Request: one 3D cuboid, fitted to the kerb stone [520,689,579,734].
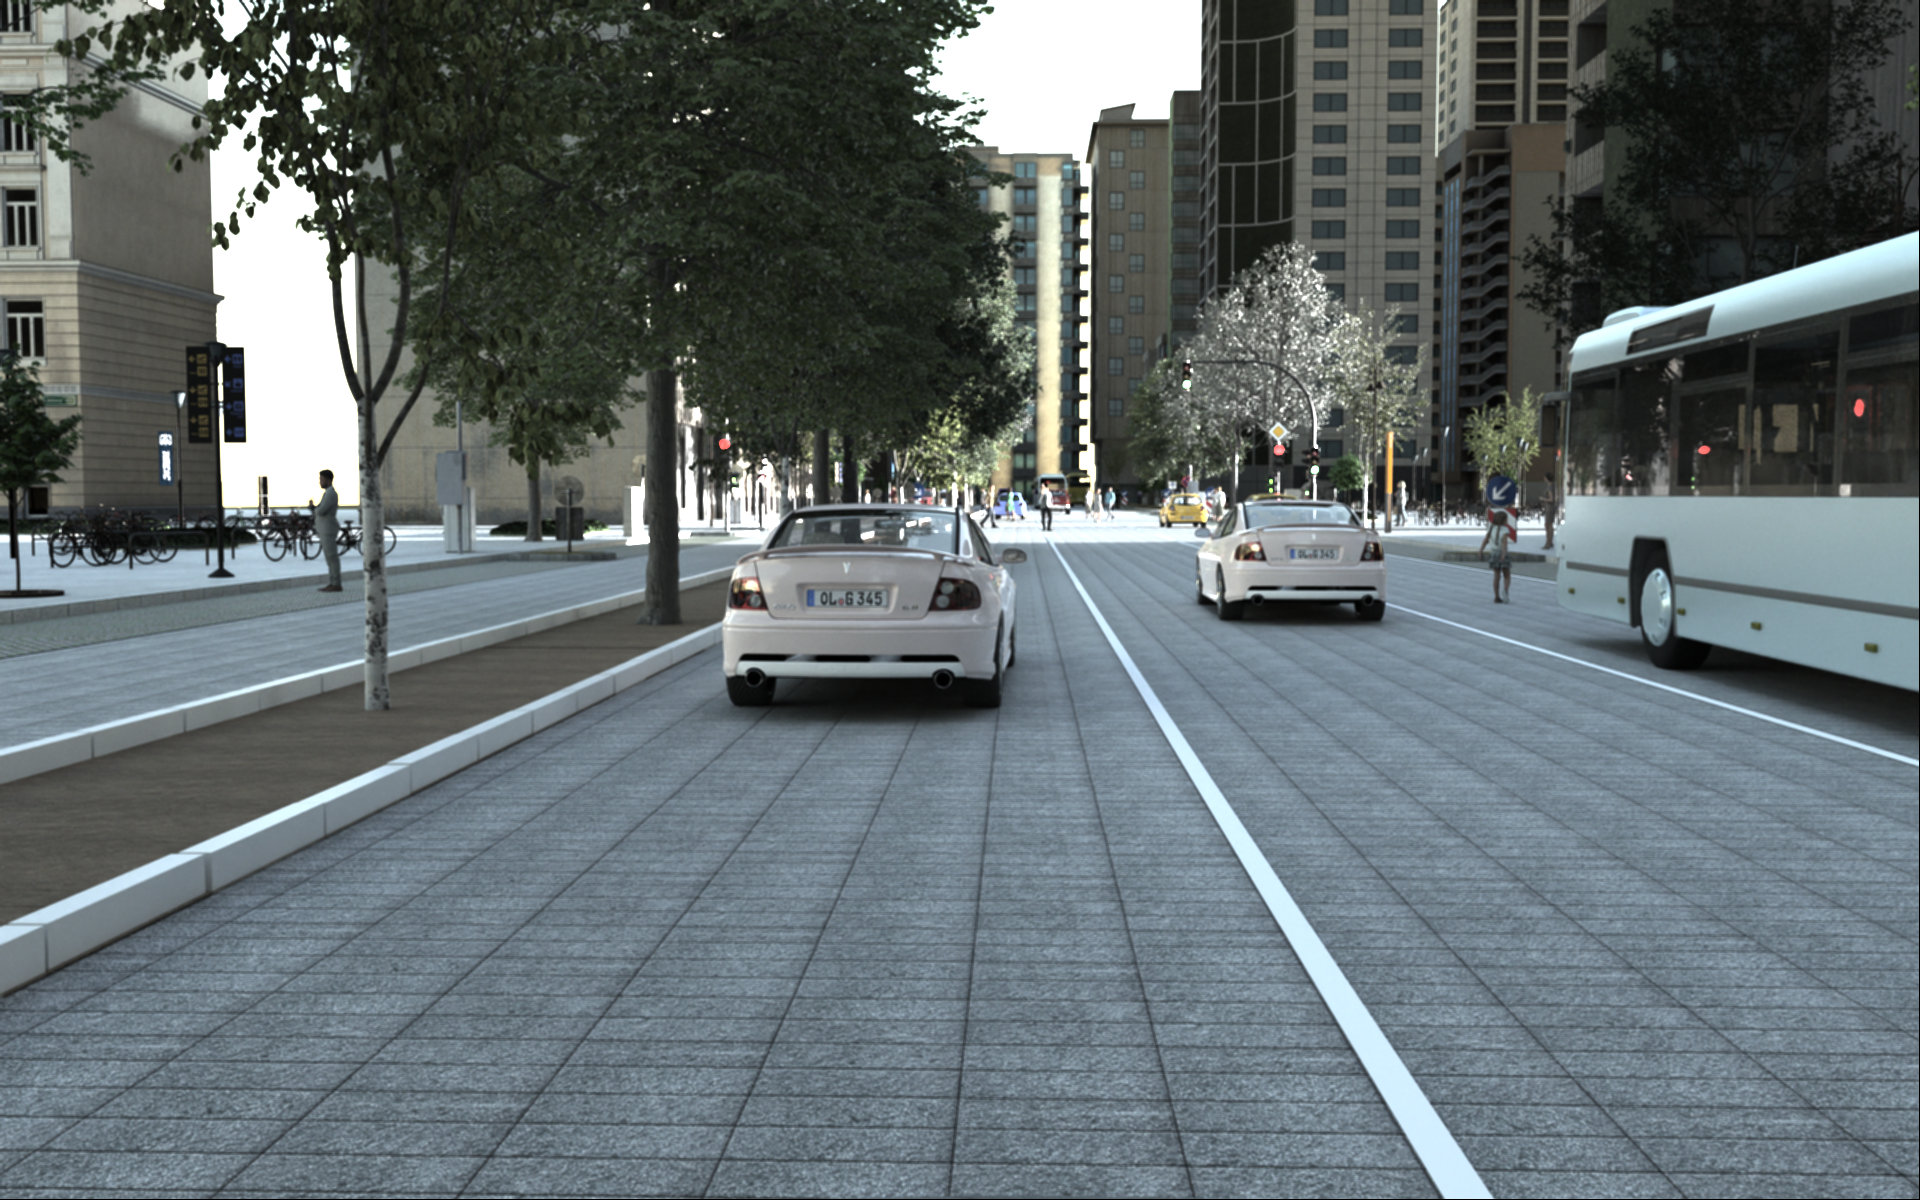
[{"bbox_3d":[-2.581,0.701,10.816,0.120,0.150,1.000,0,4,2],"label":"kerb stone"}]

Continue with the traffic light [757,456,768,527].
[{"bbox_3d":[-5.670,-5.691,67.724,4.771,5.953,1.251,0,4,2],"label":"traffic light"}]

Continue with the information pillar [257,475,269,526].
[{"bbox_3d":[-27.183,-3.859,67.591,0.304,2.012,0.304,3,5,42],"label":"information pillar"}]

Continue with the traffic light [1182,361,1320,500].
[{"bbox_3d":[9.914,-5.160,59.031,4.771,5.953,1.251,0,4,2],"label":"traffic light"}]

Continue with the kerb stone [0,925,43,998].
[{"bbox_3d":[-2.799,1.073,4.655,0.120,0.150,1.000,0,4,2],"label":"kerb stone"}]

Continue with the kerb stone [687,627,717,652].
[{"bbox_3d":[-2.407,0.383,15.933,0.120,0.150,1.000,0,4,2],"label":"kerb stone"}]

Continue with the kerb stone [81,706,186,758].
[{"bbox_3d":[-4.713,0.756,9.840,0.120,0.150,1.000,0,4,2],"label":"kerb stone"}]

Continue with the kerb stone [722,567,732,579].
[{"bbox_3d":[-4.036,-0.434,29.292,0.120,0.150,1.000,0,4,2],"label":"kerb stone"}]

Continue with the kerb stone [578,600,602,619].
[{"bbox_3d":[-4.356,0.130,20.076,0.120,0.150,1.000,0,4,2],"label":"kerb stone"}]

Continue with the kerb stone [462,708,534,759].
[{"bbox_3d":[-2.622,0.762,9.790,0.120,0.150,1.000,0,4,2],"label":"kerb stone"}]

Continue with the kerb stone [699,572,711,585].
[{"bbox_3d":[-4.111,-0.305,27.249,0.120,0.150,1.000,0,4,2],"label":"kerb stone"}]

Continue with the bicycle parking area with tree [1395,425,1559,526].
[{"bbox_3d":[22.895,-5.234,72.574,8.231,4.147,9.016,1,4,18],"label":"bicycle parking area with tree"}]

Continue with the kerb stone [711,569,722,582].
[{"bbox_3d":[-4.072,-0.372,28.270,0.120,0.150,1.000,0,4,2],"label":"kerb stone"}]

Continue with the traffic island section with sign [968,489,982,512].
[{"bbox_3d":[0.970,-8.214,142.432,2.006,1.907,1.989,0,4,2],"label":"traffic island section with sign"}]

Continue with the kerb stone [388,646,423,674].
[{"bbox_3d":[-4.573,0.509,13.938,0.120,0.150,1.000,0,4,2],"label":"kerb stone"}]

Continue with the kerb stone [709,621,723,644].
[{"bbox_3d":[-2.366,0.322,16.954,0.120,0.150,1.000,0,4,2],"label":"kerb stone"}]

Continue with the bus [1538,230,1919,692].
[{"bbox_3d":[6.771,-1.005,11.286,2.948,3.499,13.247,0,4,3],"label":"bus"}]

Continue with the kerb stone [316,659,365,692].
[{"bbox_3d":[-4.607,0.568,12.910,0.120,0.150,1.000,0,4,2],"label":"kerb stone"}]

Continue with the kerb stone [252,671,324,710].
[{"bbox_3d":[-4.644,0.630,11.888,0.120,0.150,1.000,0,4,2],"label":"kerb stone"}]

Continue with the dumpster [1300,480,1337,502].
[{"bbox_3d":[14.593,-3.956,70.439,1.264,1.857,1.865,0,4,2],"label":"dumpster"}]

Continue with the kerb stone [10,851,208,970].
[{"bbox_3d":[-2.768,1.010,5.676,0.120,0.150,1.000,0,4,2],"label":"kerb stone"}]

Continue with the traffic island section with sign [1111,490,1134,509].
[{"bbox_3d":[15.889,-9.802,168.885,1.989,1.847,2.006,0,4,2],"label":"traffic island section with sign"}]

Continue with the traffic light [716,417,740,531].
[{"bbox_3d":[-8.042,-4.334,59.781,0.839,4.253,0.868,0,4,2],"label":"traffic light"}]

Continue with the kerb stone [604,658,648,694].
[{"bbox_3d":[-2.502,0.571,12.861,0.120,0.150,1.000,0,4,2],"label":"kerb stone"}]

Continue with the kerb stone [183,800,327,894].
[{"bbox_3d":[-2.720,0.948,6.700,0.120,0.150,1.000,0,4,2],"label":"kerb stone"}]

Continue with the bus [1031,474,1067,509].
[{"bbox_3d":[8.444,-10.377,164.527,2.948,3.499,13.247,0,3,0],"label":"bus"}]

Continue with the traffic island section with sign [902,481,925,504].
[{"bbox_3d":[-1.641,-3.621,67.339,2.006,1.907,1.989,0,4,2],"label":"traffic island section with sign"}]

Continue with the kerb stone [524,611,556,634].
[{"bbox_3d":[-4.424,0.255,18.031,0.120,0.150,1.000,0,4,2],"label":"kerb stone"}]

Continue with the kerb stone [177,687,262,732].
[{"bbox_3d":[-4.674,0.693,10.866,0.120,0.150,1.000,0,4,2],"label":"kerb stone"}]

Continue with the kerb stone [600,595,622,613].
[{"bbox_3d":[-4.322,0.069,21.097,0.120,0.150,1.000,0,4,2],"label":"kerb stone"}]

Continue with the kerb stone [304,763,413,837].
[{"bbox_3d":[-2.687,0.889,7.722,0.120,0.150,1.000,0,4,2],"label":"kerb stone"}]

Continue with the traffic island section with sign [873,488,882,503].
[{"bbox_3d":[-5.669,-6.798,119.775,1.989,1.847,2.006,0,4,2],"label":"traffic island section with sign"}]

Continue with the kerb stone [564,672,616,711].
[{"bbox_3d":[-2.546,0.636,11.837,0.120,0.150,1.000,0,4,2],"label":"kerb stone"}]

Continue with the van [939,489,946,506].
[{"bbox_3d":[-1.514,-8.091,139.300,2.013,2.044,4.112,0,4,1],"label":"van"}]

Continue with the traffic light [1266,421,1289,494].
[{"bbox_3d":[12.286,-4.780,67.080,0.839,4.253,0.868,0,4,2],"label":"traffic light"}]

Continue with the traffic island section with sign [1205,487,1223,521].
[{"bbox_3d":[13.206,-5.121,92.360,1.989,1.847,2.006,0,4,2],"label":"traffic island section with sign"}]

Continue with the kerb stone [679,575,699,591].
[{"bbox_3d":[-4.150,-0.244,26.220,0.120,0.150,1.000,0,4,2],"label":"kerb stone"}]

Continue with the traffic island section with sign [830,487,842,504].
[{"bbox_3d":[-6.611,-5.142,92.698,1.989,1.847,2.006,0,4,2],"label":"traffic island section with sign"}]

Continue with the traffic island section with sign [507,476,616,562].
[{"bbox_3d":[-8.539,-1.764,37.470,1.989,1.847,2.006,0,4,2],"label":"traffic island section with sign"}]

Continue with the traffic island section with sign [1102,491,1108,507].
[{"bbox_3d":[16.844,-11.506,196.746,1.989,1.847,2.006,0,4,2],"label":"traffic island section with sign"}]

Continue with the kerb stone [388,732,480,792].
[{"bbox_3d":[-2.657,0.822,8.757,0.120,0.150,1.000,0,4,2],"label":"kerb stone"}]

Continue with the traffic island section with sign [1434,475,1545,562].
[{"bbox_3d":[11.286,-1.744,37.135,1.989,1.847,2.006,0,4,2],"label":"traffic island section with sign"}]

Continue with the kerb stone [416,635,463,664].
[{"bbox_3d":[-4.536,0.443,14.960,0.120,0.150,1.000,0,4,2],"label":"kerb stone"}]

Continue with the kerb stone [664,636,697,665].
[{"bbox_3d":[-2.439,0.446,14.910,0.120,0.150,1.000,0,4,2],"label":"kerb stone"}]

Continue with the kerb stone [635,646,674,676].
[{"bbox_3d":[-2.476,0.508,13.886,0.120,0.150,1.000,0,4,2],"label":"kerb stone"}]

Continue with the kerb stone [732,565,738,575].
[{"bbox_3d":[-4.003,-0.495,30.313,0.120,0.150,1.000,0,4,2],"label":"kerb stone"}]

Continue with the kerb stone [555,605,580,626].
[{"bbox_3d":[-4.395,0.192,19.052,0.120,0.150,1.000,0,4,2],"label":"kerb stone"}]

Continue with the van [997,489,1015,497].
[{"bbox_3d":[5.325,-11.789,197.141,2.240,2.365,5.245,0,4,3],"label":"van"}]

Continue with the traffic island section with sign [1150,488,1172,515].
[{"bbox_3d":[14.169,-6.799,119.796,1.989,1.847,2.006,0,4,2],"label":"traffic island section with sign"}]

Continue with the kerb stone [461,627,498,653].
[{"bbox_3d":[-4.499,0.382,15.981,0.120,0.150,1.000,0,4,2],"label":"kerb stone"}]

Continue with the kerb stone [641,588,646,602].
[{"bbox_3d":[-4.257,-0.053,23.144,0.120,0.150,1.000,0,4,2],"label":"kerb stone"}]

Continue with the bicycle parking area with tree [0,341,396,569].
[{"bbox_3d":[-16.355,-2.855,33.685,8.231,4.147,9.016,2,4,33],"label":"bicycle parking area with tree"}]

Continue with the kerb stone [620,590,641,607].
[{"bbox_3d":[-4.282,0.004,22.122,0.120,0.150,1.000,0,4,2],"label":"kerb stone"}]

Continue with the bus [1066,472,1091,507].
[{"bbox_3d":[13.239,-12.444,195.011,2.896,3.916,12.252,0,4,2],"label":"bus"}]

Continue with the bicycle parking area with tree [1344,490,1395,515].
[{"bbox_3d":[29.113,-7.492,109.502,9.016,4.147,8.231,2,4,28],"label":"bicycle parking area with tree"}]

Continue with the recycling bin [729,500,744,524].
[{"bbox_3d":[-9.685,-3.794,74.589,0.722,1.027,0.722,0,4,-2],"label":"recycling bin"}]

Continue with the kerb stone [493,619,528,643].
[{"bbox_3d":[-4.468,0.322,17.003,0.120,0.150,1.000,0,4,2],"label":"kerb stone"}]
